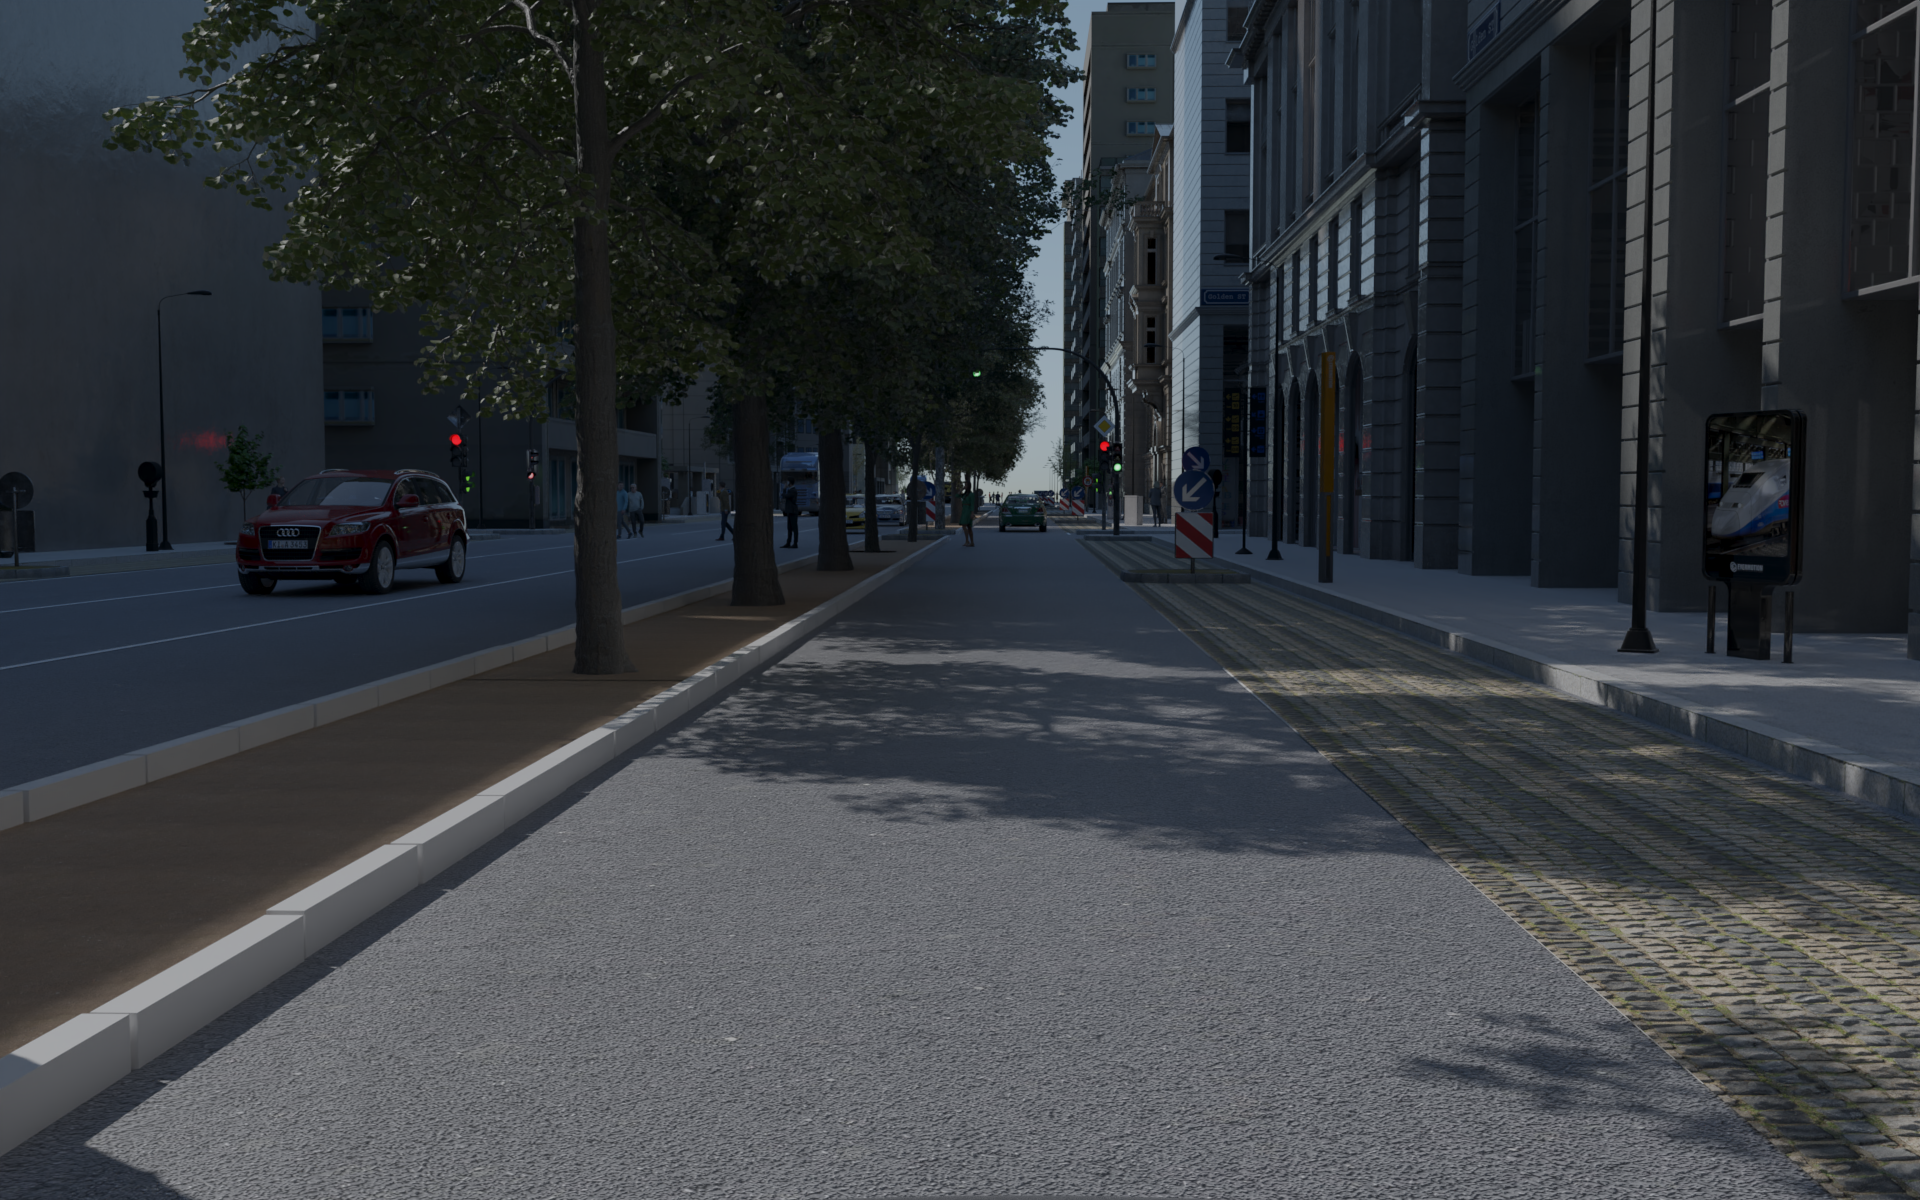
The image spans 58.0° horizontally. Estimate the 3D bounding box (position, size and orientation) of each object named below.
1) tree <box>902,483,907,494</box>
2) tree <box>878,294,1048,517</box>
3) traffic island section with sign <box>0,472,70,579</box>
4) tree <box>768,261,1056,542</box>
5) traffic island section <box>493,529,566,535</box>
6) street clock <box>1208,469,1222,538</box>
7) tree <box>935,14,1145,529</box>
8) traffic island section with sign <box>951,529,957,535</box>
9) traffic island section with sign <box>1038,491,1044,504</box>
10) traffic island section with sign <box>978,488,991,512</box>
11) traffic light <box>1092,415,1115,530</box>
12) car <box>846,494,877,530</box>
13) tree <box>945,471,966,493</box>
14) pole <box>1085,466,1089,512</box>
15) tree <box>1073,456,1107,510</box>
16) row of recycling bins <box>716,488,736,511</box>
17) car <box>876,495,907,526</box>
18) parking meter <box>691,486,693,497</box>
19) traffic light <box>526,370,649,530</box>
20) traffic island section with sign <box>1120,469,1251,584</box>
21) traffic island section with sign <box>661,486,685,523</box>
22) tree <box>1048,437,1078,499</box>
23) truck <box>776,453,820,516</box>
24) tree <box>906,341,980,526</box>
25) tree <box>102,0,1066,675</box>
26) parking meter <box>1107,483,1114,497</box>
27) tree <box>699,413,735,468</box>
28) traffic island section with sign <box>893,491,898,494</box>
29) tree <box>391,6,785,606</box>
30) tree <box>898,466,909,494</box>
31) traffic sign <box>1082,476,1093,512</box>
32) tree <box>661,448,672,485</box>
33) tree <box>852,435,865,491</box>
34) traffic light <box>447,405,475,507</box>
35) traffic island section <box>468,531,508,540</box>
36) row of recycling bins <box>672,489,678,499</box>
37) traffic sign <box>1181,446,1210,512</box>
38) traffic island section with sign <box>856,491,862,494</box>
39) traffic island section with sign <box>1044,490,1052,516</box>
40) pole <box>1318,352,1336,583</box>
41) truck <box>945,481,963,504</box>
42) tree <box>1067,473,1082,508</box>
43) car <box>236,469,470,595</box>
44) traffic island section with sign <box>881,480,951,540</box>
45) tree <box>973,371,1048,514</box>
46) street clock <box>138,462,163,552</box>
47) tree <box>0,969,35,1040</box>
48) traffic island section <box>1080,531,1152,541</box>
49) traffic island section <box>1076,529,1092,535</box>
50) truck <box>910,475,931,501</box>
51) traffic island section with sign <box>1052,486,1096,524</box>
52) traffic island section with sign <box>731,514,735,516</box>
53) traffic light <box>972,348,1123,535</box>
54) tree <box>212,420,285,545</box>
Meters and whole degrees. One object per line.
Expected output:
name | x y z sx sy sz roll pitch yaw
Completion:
tree | -9.620 -18.465 296.506 1.663 3.219 1.824 0 3 0
tree | -0.108 -10.684 94.153 9.611 12.733 9.660 0 3 0
traffic island section with sign | -16.624 -1.301 29.905 1.989 1.847 2.006 0 4 2
tree | -1.457 -6.973 50.876 8.767 10.594 7.601 0 4 2
traffic island section | -15.469 -2.464 62.570 2.009 0.180 2.903 0 4 2
street clock | 7.411 -2.806 50.440 0.358 2.002 0.471 3 5 42
tree | 0.397 -12.749 66.797 12.611 20.169 13.585 0 3 0
traffic island section with sign | -1.138 -3.277 61.722 2.006 1.907 1.989 0 4 2
traffic island section with sign | 8.345 -9.332 161.200 1.989 1.847 2.006 0 4 2
traffic island section with sign | 1.503 -7.870 136.814 2.006 1.907 1.989 0 4 2
traffic light | 5.119 -4.453 61.727 0.839 4.253 0.868 0 4 2
car | -4.008 -3.251 63.374 2.015 1.641 3.980 0 4 2
tree | 0.433 -9.859 114.018 4.737 8.622 4.395 0 3 0
pole | 9.209 -8.055 125.543 0.158 3.312 0.155 0 3 0
tree | 11.110 -9.743 143.006 4.285 4.588 4.351 0 3 0
row of recycling bins | -16.748 -7.415 128.344 3.534 1.692 1.069 -1 4 -10
car | -3.311 -4.063 78.428 2.014 1.417 4.499 0 4 0
parking meter | -20.563 -7.806 133.339 0.255 1.863 0.399 -3 5 -45
traffic light | -13.336 -5.366 62.395 4.771 5.953 1.251 0 4 2
traffic island section with sign | 3.662 -1.215 28.496 1.989 1.847 2.006 0 4 2
traffic island section with sign | -14.665 -4.699 85.461 1.989 1.847 2.006 0 4 2
tree | 13.190 -16.513 220.345 4.737 8.622 4.395 0 3 0
truck | -9.900 -7.849 118.096 2.967 4.110 18.799 0 4 2
tree | -1.073 -7.562 76.453 4.360 8.622 3.978 0 3 0
tree | -2.780 -5.655 13.037 7.486 12.596 7.792 0 3 0
parking meter | 7.775 -5.079 88.749 0.399 1.863 0.255 -1 4 -11
tree | -15.841 -12.089 132.061 8.767 10.594 7.601 0 4 1
traffic island section with sign | -9.033 -14.461 245.064 1.989 1.847 2.006 0 4 2
tree | -2.600 -6.889 21.748 9.857 13.997 8.962 0 3 0
tree | -10.111 -20.918 292.365 4.737 8.622 4.395 0 3 0
traffic sign | 8.929 -7.394 120.991 0.768 2.556 0.104 0 4 7
tree | -16.784 -6.546 90.748 4.285 4.588 4.351 0 3 0
tree | -13.086 -16.034 212.518 4.360 8.622 3.978 0 3 0
traffic light | -15.712 -4.008 54.454 0.839 4.253 0.868 0 4 2
traffic island section | -15.751 -1.976 54.590 2.009 0.180 2.903 0 4 2
row of recycling bins | -22.732 -7.571 130.895 3.534 1.692 1.069 -2 4 -33
traffic sign | 6.289 -2.822 46.241 0.768 2.556 0.104 0 4 6
traffic island section with sign | -10.990 -11.048 189.263 1.989 1.847 2.006 0 4 2
traffic island section with sign | 6.590 -6.300 111.632 1.989 1.847 2.006 0 4 2
pole | 5.294 -1.904 24.979 0.158 3.312 0.155 0 3 0
truck | -1.069 -16.259 261.753 3.469 3.379 9.791 0 4 3
tree | 10.671 -10.163 160.761 1.663 3.219 1.824 0 3 0
car | -9.131 -1.084 26.399 2.281 1.827 5.304 0 4 2
traffic island section with sign | -1.409 -2.825 54.319 2.006 1.907 1.989 0 4 2
tree | 1.026 -12.886 123.508 12.009 13.543 11.850 0 3 0
street clock | -18.071 -2.087 38.694 0.471 2.002 0.358 1 4 12
tree | -3.234 -4.653 4.286 9.928 11.665 9.643 0 3 0
traffic island section | 4.877 -1.931 53.859 2.009 0.180 2.903 0 4 2
traffic island section | 5.159 -2.420 61.840 2.009 0.180 2.903 0 4 2
truck | -5.724 -15.969 250.850 2.967 4.110 18.799 0 4 1
traffic island section with sign | 5.637 -4.652 84.688 1.989 1.847 2.006 0 4 2
traffic island section with sign | -13.717 -6.347 112.400 1.989 1.847 2.006 0 4 2
traffic light | 2.744 -4.833 53.679 4.771 5.953 1.251 0 4 2
tree | -18.273 -3.019 43.957 1.663 3.219 1.824 0 3 0
